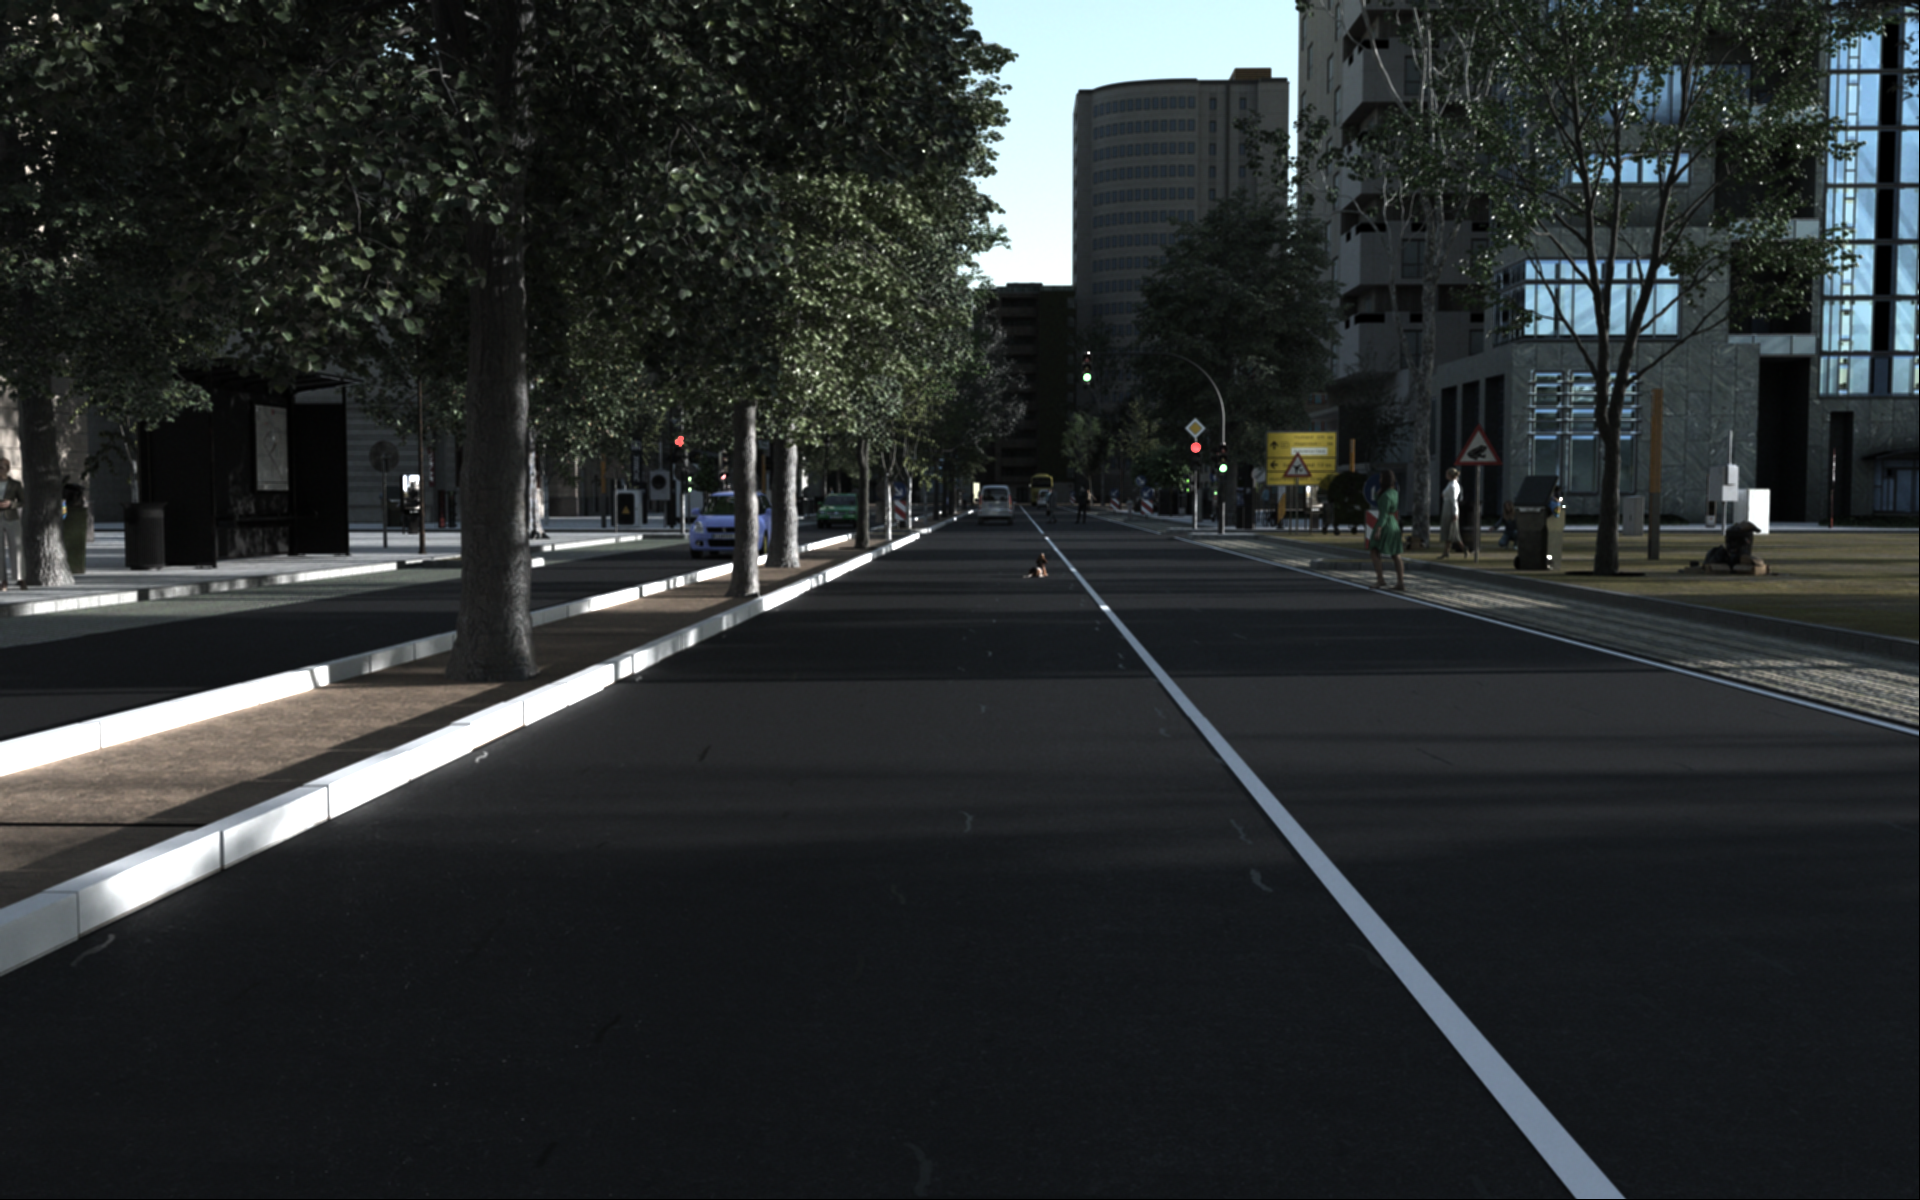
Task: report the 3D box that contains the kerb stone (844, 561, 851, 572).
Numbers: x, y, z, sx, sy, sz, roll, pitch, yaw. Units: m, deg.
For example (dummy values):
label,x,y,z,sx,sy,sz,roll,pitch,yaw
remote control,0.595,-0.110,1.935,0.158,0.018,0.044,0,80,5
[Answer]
label,x,y,z,sx,sy,sz,roll,pitch,yaw
kerb stone,-2.141,-0.582,31.716,0.120,0.150,1.000,0,4,2

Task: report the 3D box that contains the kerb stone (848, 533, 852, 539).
label,x,y,z,sx,sy,sz,roll,pitch,yaw
kerb stone,-3.583,-1.958,54.246,0.120,0.150,1.000,0,4,2

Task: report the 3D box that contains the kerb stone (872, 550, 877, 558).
label,x,y,z,sx,sy,sz,roll,pitch,yaw
kerb stone,-1.965,-0.958,37.869,0.120,0.150,1.000,0,4,2

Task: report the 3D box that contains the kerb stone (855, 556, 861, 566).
label,x,y,z,sx,sy,sz,roll,pitch,yaw
kerb stone,-2.082,-0.707,33.762,0.120,0.150,1.000,0,4,2

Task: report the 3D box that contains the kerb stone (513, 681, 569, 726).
label,x,y,z,sx,sy,sz,roll,pitch,yaw
kerb stone,-2.735,0.673,11.214,0.120,0.150,1.000,0,4,2

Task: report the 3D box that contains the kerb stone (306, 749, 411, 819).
label,x,y,z,sx,sy,sz,roll,pitch,yaw
kerb stone,-2.825,0.860,8.138,0.120,0.150,1.000,0,4,2

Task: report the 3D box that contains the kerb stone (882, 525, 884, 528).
label,x,y,z,sx,sy,sz,roll,pitch,yaw
kerb stone,-3.183,-2.811,68.169,0.120,0.150,1.000,0,4,2

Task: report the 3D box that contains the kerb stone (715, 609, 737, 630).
label,x,y,z,sx,sy,sz,roll,pitch,yaw
kerb stone,-2.529,0.233,18.384,0.120,0.150,1.000,0,4,2

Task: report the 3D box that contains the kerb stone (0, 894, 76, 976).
label,x,y,z,sx,sy,sz,roll,pitch,yaw
kerb stone,-2.912,1.047,5.073,0.120,0.150,1.000,0,4,2

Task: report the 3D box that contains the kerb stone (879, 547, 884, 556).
label,x,y,z,sx,sy,sz,roll,pitch,yaw
kerb stone,-1.901,-1.084,39.923,0.120,0.150,1.000,0,4,2

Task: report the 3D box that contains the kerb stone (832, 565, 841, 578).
label,x,y,z,sx,sy,sz,roll,pitch,yaw
kerb stone,-2.197,-0.457,29.670,0.120,0.150,1.000,0,4,2

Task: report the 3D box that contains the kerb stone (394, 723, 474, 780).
label,x,y,z,sx,sy,sz,roll,pitch,yaw
kerb stone,-2.798,0.804,9.162,0.120,0.150,1.000,0,4,2

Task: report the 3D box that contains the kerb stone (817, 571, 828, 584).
label,x,y,z,sx,sy,sz,roll,pitch,yaw
kerb stone,-2.256,-0.332,27.627,0.120,0.150,1.000,0,4,2

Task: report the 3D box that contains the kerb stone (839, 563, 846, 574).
label,x,y,z,sx,sy,sz,roll,pitch,yaw
kerb stone,-2.168,-0.515,30.695,0.120,0.150,1.000,0,4,2

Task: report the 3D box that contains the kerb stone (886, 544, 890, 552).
label,x,y,z,sx,sy,sz,roll,pitch,yaw
kerb stone,-1.842,-1.209,41.965,0.120,0.150,1.000,0,4,2

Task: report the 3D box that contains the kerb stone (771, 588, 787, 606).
label,x,y,z,sx,sy,sz,roll,pitch,yaw
kerb stone,-2.410,-0.014,22.492,0.120,0.150,1.000,0,4,2

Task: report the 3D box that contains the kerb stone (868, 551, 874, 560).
label,x,y,z,sx,sy,sz,roll,pitch,yaw
kerb stone,-1.989,-0.896,36.847,0.120,0.150,1.000,0,4,2

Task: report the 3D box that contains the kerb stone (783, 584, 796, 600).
label,x,y,z,sx,sy,sz,roll,pitch,yaw
kerb stone,-2.380,-0.079,23.522,0.120,0.150,1.000,0,4,2

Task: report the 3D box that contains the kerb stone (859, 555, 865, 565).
label,x,y,z,sx,sy,sz,roll,pitch,yaw
kerb stone,-2.055,-0.771,34.794,0.120,0.150,1.000,0,4,2

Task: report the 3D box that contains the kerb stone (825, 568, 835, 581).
label,x,y,z,sx,sy,sz,roll,pitch,yaw
kerb stone,-2.222,-0.395,28.649,0.120,0.150,1.000,0,4,2

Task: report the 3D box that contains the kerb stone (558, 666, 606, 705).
label,x,y,z,sx,sy,sz,roll,pitch,yaw
kerb stone,-2.701,0.610,12.242,0.120,0.150,1.000,0,4,2

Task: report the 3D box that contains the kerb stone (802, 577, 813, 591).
label,x,y,z,sx,sy,sz,roll,pitch,yaw
kerb stone,-2.327,-0.207,25.583,0.120,0.150,1.000,0,4,2

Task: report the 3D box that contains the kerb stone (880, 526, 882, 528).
label,x,y,z,sx,sy,sz,roll,pitch,yaw
kerb stone,-3.214,-2.749,67.142,0.120,0.150,1.000,0,4,2

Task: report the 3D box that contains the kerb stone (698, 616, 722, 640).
label,x,y,z,sx,sy,sz,roll,pitch,yaw
kerb stone,-2.556,0.296,17.362,0.120,0.150,1.000,0,4,2

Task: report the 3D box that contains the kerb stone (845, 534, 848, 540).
label,x,y,z,sx,sy,sz,roll,pitch,yaw
kerb stone,-3.614,-1.892,53.225,0.120,0.150,1.000,0,4,2

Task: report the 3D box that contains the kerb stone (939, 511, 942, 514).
label,x,y,z,sx,sy,sz,roll,pitch,yaw
kerb stone,-1.301,-6.758,132.779,0.120,0.150,1.000,0,4,2

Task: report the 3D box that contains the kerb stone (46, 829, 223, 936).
label,x,y,z,sx,sy,sz,roll,pitch,yaw
kerb stone,-2.891,0.985,6.095,0.120,0.150,1.000,0,4,2

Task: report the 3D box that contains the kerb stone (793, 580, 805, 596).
label,x,y,z,sx,sy,sz,roll,pitch,yaw
kerb stone,-2.347,-0.143,24.554,0.120,0.150,1.000,0,4,2

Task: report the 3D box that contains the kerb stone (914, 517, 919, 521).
label,x,y,z,sx,sy,sz,roll,pitch,yaw
kerb stone,-2.436,-4.380,93.816,0.120,0.150,1.000,0,4,2

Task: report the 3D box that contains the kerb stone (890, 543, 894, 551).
label,x,y,z,sx,sy,sz,roll,pitch,yaw
kerb stone,-1.806,-1.270,42.994,0.120,0.150,1.000,0,4,2

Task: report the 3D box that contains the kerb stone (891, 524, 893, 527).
label,x,y,z,sx,sy,sz,roll,pitch,yaw
kerb stone,-3.032,-3.125,73.311,0.120,0.150,1.000,0,4,2

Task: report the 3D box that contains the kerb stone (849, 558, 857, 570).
label,x,y,z,sx,sy,sz,roll,pitch,yaw
kerb stone,-2.106,-0.645,32.740,0.120,0.150,1.000,0,4,2

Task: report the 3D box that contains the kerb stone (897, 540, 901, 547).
label,x,y,z,sx,sy,sz,roll,pitch,yaw
kerb stone,-1.725,-1.460,46.074,0.120,0.150,1.000,0,4,2

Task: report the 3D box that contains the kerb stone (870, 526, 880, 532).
label,x,y,z,sx,sy,sz,roll,pitch,yaw
kerb stone,-3.236,-2.684,66.120,0.120,0.150,1.000,0,4,2

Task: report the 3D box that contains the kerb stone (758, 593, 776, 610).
label,x,y,z,sx,sy,sz,roll,pitch,yaw
kerb stone,-2.440,0.045,21.465,0.120,0.150,1.000,0,4,2

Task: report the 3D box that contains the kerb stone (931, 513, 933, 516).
label,x,y,z,sx,sy,sz,roll,pitch,yaw
kerb stone,-1.896,-5.509,112.275,0.120,0.150,1.000,0,4,2

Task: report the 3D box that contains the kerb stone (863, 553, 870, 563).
label,x,y,z,sx,sy,sz,roll,pitch,yaw
kerb stone,-2.024,-0.834,35.825,0.120,0.150,1.000,0,4,2

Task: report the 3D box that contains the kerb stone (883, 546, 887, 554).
label,x,y,z,sx,sy,sz,roll,pitch,yaw
kerb stone,-1.870,-1.147,40.944,0.120,0.150,1.000,0,4,2

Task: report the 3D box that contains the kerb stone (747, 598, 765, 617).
label,x,y,z,sx,sy,sz,roll,pitch,yaw
kerb stone,-2.468,0.108,20.443,0.120,0.150,1.000,0,4,2

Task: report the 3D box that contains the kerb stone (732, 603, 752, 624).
label,x,y,z,sx,sy,sz,roll,pitch,yaw
kerb stone,-2.498,0.171,19.406,0.120,0.150,1.000,0,4,2

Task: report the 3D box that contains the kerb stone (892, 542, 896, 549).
label,x,y,z,sx,sy,sz,roll,pitch,yaw
kerb stone,-1.781,-1.335,44.025,0.120,0.150,1.000,0,4,2

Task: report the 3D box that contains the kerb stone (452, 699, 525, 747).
label,x,y,z,sx,sy,sz,roll,pitch,yaw
kerb stone,-2.778,0.734,10.191,0.120,0.150,1.000,0,4,2

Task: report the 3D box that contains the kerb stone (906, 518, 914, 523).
label,x,y,z,sx,sy,sz,roll,pitch,yaw
kerb stone,-2.587,-4.067,88.689,0.120,0.150,1.000,0,4,2

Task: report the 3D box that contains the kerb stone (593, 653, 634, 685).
label,x,y,z,sx,sy,sz,roll,pitch,yaw
kerb stone,-2.684,0.550,13.264,0.120,0.150,1.000,0,4,2

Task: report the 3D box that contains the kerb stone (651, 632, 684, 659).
label,x,y,z,sx,sy,sz,roll,pitch,yaw
kerb stone,-2.621,0.421,15.315,0.120,0.150,1.000,0,4,2

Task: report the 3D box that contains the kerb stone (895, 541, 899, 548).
label,x,y,z,sx,sy,sz,roll,pitch,yaw
kerb stone,-1.755,-1.394,45.048,0.120,0.150,1.000,0,4,2

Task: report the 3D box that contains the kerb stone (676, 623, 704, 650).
label,x,y,z,sx,sy,sz,roll,pitch,yaw
kerb stone,-2.587,0.358,16.341,0.120,0.150,1.000,0,4,2

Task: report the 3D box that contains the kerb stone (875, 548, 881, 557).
label,x,y,z,sx,sy,sz,roll,pitch,yaw
kerb stone,-1.938,-1.015,38.890,0.120,0.150,1.000,0,4,2

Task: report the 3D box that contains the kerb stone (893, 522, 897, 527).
label,x,y,z,sx,sy,sz,roll,pitch,yaw
kerb stone,-2.902,-3.374,77.411,0.120,0.150,1.000,0,4,2

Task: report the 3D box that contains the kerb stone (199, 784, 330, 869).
label,x,y,z,sx,sy,sz,roll,pitch,yaw
kerb stone,-2.857,0.927,7.116,0.120,0.150,1.000,0,4,2

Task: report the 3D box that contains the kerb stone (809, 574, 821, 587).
label,x,y,z,sx,sy,sz,roll,pitch,yaw
kerb stone,-2.294,-0.270,26.605,0.120,0.150,1.000,0,4,2

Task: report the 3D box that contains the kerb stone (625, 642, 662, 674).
label,x,y,z,sx,sy,sz,roll,pitch,yaw
kerb stone,-2.642,0.483,14.293,0.120,0.150,1.000,0,4,2
